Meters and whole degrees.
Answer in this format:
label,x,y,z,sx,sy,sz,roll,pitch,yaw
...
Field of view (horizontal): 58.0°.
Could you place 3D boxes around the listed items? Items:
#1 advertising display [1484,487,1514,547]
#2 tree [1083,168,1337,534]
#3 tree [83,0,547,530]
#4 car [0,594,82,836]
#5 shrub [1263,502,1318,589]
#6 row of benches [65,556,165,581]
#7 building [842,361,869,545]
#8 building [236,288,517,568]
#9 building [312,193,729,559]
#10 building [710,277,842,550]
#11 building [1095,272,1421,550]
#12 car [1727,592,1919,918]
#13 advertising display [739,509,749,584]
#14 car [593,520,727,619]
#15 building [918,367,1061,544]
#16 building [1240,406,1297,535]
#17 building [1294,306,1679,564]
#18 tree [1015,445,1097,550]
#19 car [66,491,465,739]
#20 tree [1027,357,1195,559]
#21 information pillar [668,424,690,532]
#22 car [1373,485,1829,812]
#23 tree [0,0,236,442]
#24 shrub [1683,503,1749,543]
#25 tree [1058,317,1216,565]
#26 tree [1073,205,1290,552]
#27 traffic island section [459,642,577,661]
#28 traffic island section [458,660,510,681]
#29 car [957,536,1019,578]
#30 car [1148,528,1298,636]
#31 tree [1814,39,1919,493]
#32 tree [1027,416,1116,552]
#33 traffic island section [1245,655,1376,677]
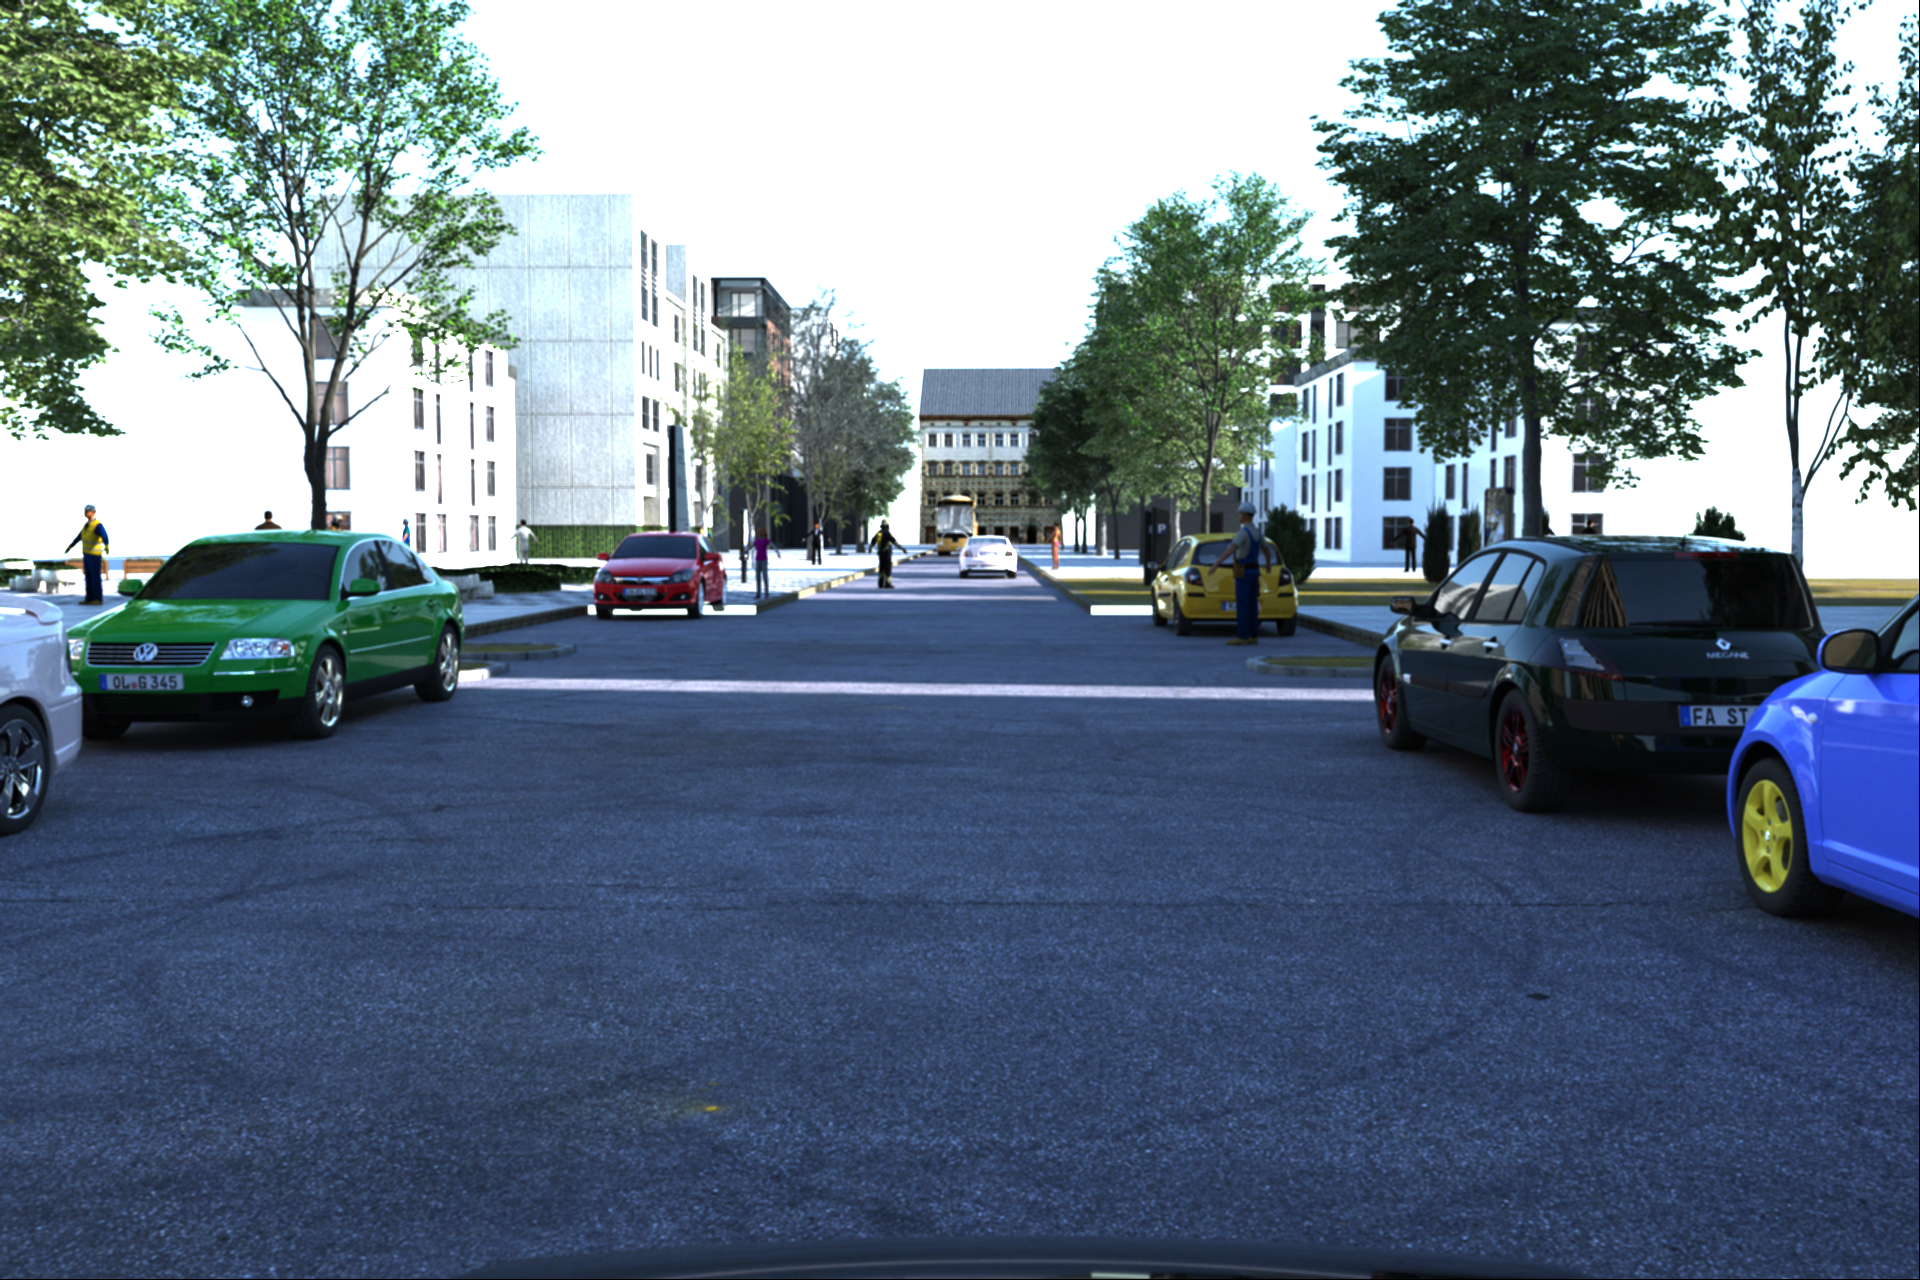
label,x,y,z,sx,sy,sz,roll,pitch,yaw
advertising display,7.465,-1.151,24.035,0.123,1.923,0.974,0,4,1
tree,7.124,-7.567,49.475,9.928,11.665,9.643,0,3,0
tree,-10.973,-6.343,29.457,9.928,11.665,9.643,0,3,0
car,-5.437,0.332,6.937,2.083,1.381,4.827,0,4,1
shrub,7.451,-2.175,39.976,1.690,2.028,1.600,0,3,0
row of benches,-22.903,-2.017,48.438,4.104,0.672,1.422,-2,4,-25
building,-25.635,-21.809,200.544,27.936,21.610,32.646,0,4,1
building,-23.507,-8.028,73.402,9.099,9.664,28.070,0,4,2
building,-24.975,-14.655,106.060,16.747,18.905,31.486,0,4,1
building,-25.768,-18.979,154.281,27.936,21.610,32.646,0,4,1
building,25.661,-18.833,151.895,27.936,21.610,32.646,0,4,1
car,3.836,0.257,5.391,1.945,1.707,3.694,0,4,1
advertising display,-5.642,-2.451,45.295,0.123,1.923,0.974,0,4,0
car,-5.257,-1.323,30.677,2.155,1.783,4.494,0,4,0
building,4.190,-24.091,227.265,18.063,23.208,19.493,0,4,2
building,24.974,-10.475,113.419,9.099,9.664,28.070,0,4,1
building,22.090,-8.313,78.060,9.099,9.664,28.070,0,4,1
tree,7.785,-12.321,135.854,7.601,10.594,8.767,0,4,4
car,-5.280,-0.289,13.522,1.959,1.807,4.718,0,4,1
tree,7.882,-9.364,87.515,8.767,10.594,7.601,-1,4,-14
information pillar,-6.146,-2.853,37.963,0.184,3.620,1.656,0,4,1
car,3.699,-0.033,10.322,2.009,1.686,4.222,0,4,0
tree,-11.922,-6.175,19.086,7.486,12.596,7.792,0,3,0
shrub,17.902,-2.246,41.135,1.690,2.028,1.600,0,3,0
tree,7.393,-8.438,72.378,7.601,10.594,8.767,-3,5,-42
tree,7.593,-8.689,60.189,7.486,12.596,7.792,0,3,0
traffic island section,-5.649,0.144,20.517,1.991,0.108,1.994,0,4,1
traffic island section,-5.691,0.325,17.560,1.991,0.108,1.994,0,4,2
car,0.918,-2.753,57.376,2.083,1.381,4.827,0,4,1
car,3.867,-0.954,25.824,2.015,1.641,3.980,0,4,-1
tree,24.279,-8.119,39.407,9.857,13.997,8.962,0,3,0
tree,8.518,-12.171,124.749,9.928,11.665,9.643,0,3,0
traffic island section,4.069,0.279,18.306,1.991,0.108,1.994,0,4,1
